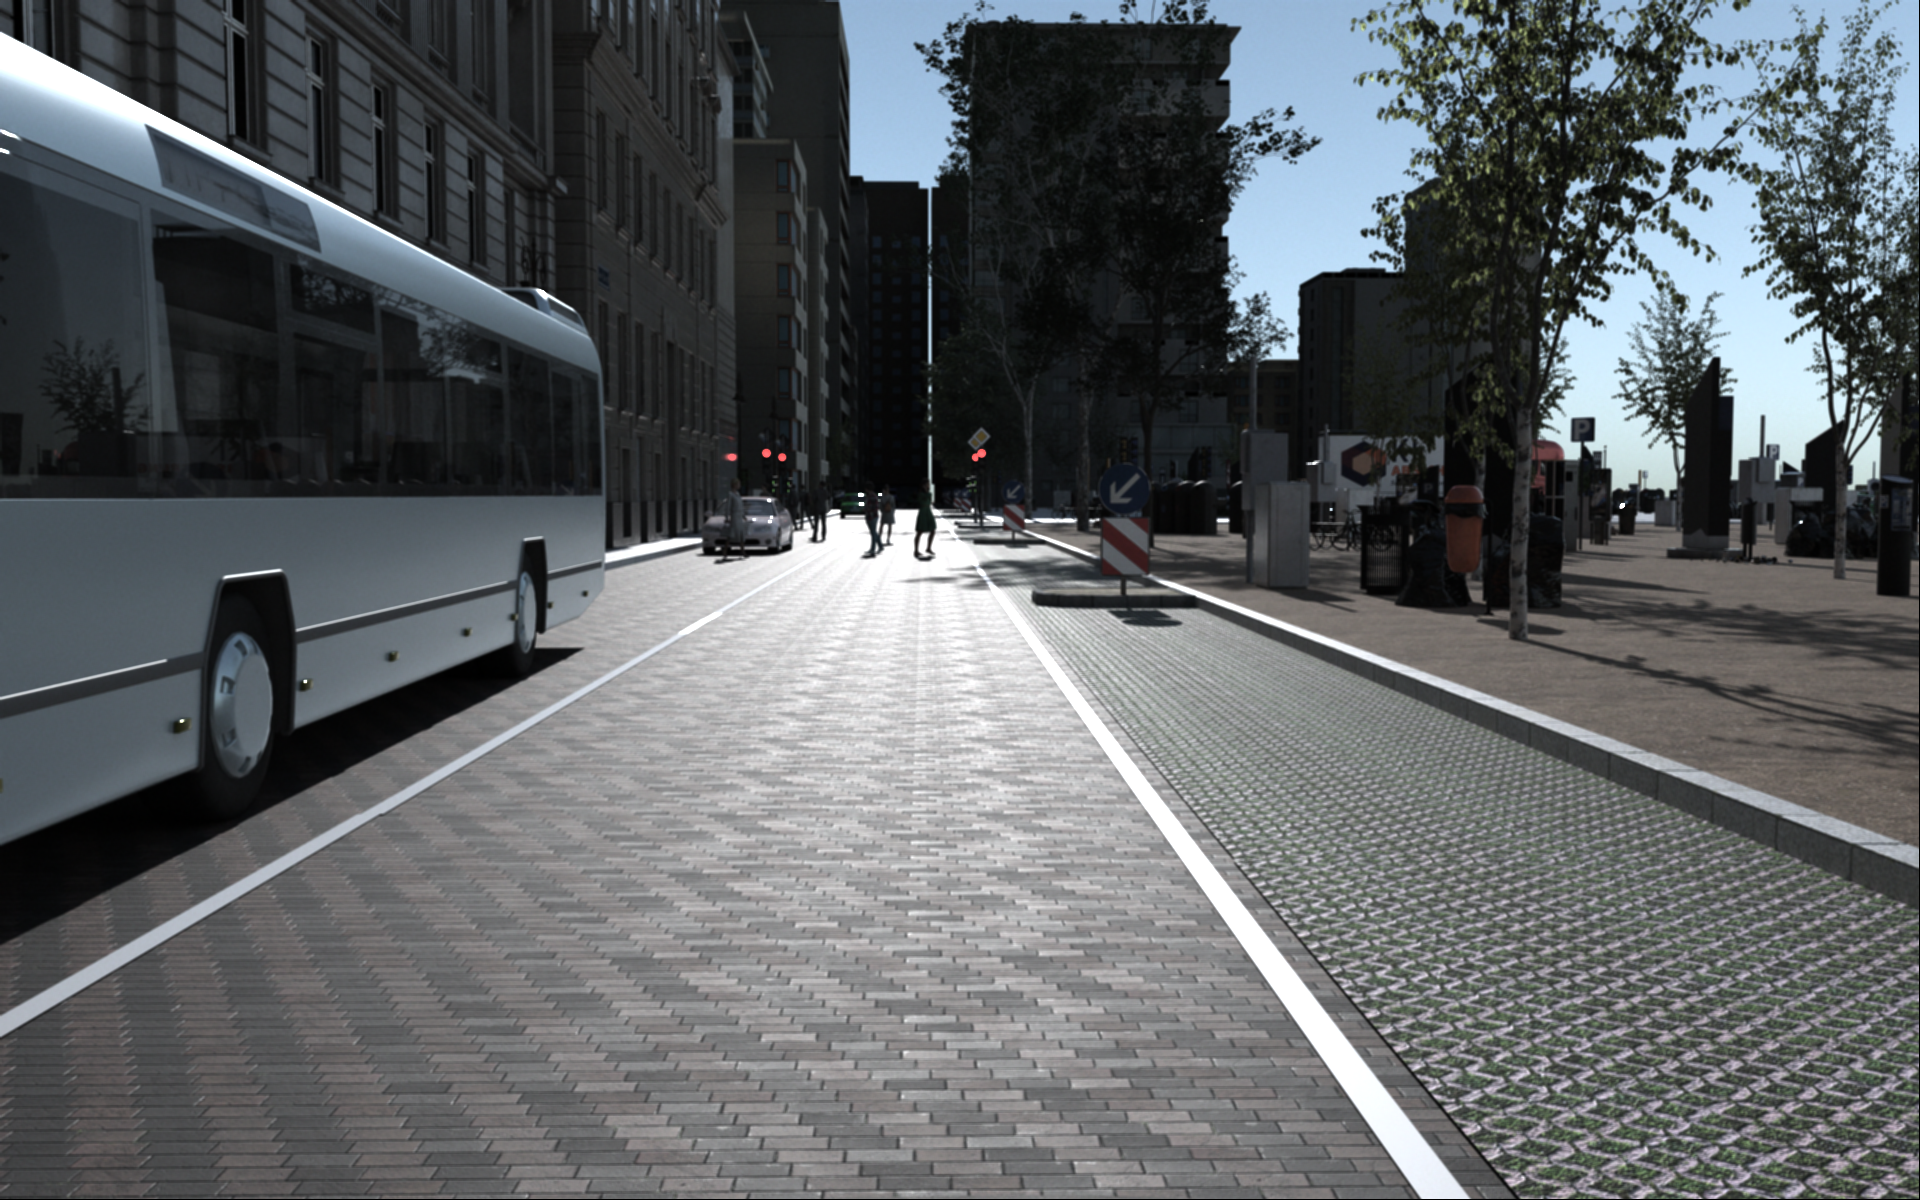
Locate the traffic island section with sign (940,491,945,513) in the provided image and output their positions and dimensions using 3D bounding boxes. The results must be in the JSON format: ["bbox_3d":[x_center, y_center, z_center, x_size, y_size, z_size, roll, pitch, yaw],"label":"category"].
[{"bbox_3d":[-0.315,-7.576,132.488,1.989,1.847,2.006,0,4,-1],"label":"traffic island section with sign"}]

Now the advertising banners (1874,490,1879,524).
[{"bbox_3d":[32.538,-3.964,61.003,0.090,3.025,2.074,1,4,13],"label":"advertising banners"}]

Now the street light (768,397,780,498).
[{"bbox_3d":[-8.645,-6.597,80.646,0.468,5.910,1.993,0,4,-1],"label":"street light"}]

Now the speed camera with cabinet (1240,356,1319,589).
[{"bbox_3d":[4.404,-1.828,24.217,0.660,3.252,2.038,0,4,-1],"label":"speed camera with cabinet"}]

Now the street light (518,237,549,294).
[{"bbox_3d":[-7.676,-3.583,31.364,0.468,5.910,1.993,0,4,-1],"label":"street light"}]

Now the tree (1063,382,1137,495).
[{"bbox_3d":[9.164,-9.835,111.160,4.360,8.622,3.978,0,3,0],"label":"tree"}]

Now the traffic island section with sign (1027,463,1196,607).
[{"bbox_3d":[1.961,-0.860,22.686,1.989,1.847,2.006,0,4,-1],"label":"traffic island section with sign"}]

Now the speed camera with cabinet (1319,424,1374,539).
[{"bbox_3d":[10.888,-3.379,49.581,2.038,3.252,0.660,-2,4,-27],"label":"speed camera with cabinet"}]

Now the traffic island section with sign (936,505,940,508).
[{"bbox_3d":[-1.361,-10.651,182.779,1.989,1.847,2.006,0,4,-1],"label":"traffic island section with sign"}]

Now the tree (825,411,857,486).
[{"bbox_3d":[-10.926,-12.392,152.969,4.737,8.622,4.395,0,3,0],"label":"tree"}]

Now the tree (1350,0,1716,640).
[{"bbox_3d":[5.167,-3.963,15.162,4.360,8.622,3.978,0,3,0],"label":"tree"}]

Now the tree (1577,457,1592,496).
[{"bbox_3d":[32.395,-5.884,90.798,1.663,3.219,1.824,0,3,0],"label":"tree"}]

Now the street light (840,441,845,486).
[{"bbox_3d":[-10.035,-10.763,148.762,0.468,5.910,1.993,0,4,-1],"label":"street light"}]

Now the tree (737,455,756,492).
[{"bbox_3d":[-9.785,-4.831,73.588,1.663,3.219,1.824,0,3,0],"label":"tree"}]

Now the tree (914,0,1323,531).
[{"bbox_3d":[5.170,-12.387,58.416,12.611,20.169,13.585,0,3,0],"label":"tree"}]

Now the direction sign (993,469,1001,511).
[{"bbox_3d":[2.810,-8.545,131.711,0.876,3.537,0.379,-3,5,-42],"label":"direction sign"}]

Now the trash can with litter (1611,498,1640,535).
[{"bbox_3d":[20.627,-2.612,54.095,1.055,1.170,0.624,0,4,-5],"label":"trash can with litter"}]

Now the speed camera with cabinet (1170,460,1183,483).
[{"bbox_3d":[13.433,-6.579,101.906,2.038,3.252,0.660,1,4,17],"label":"speed camera with cabinet"}]

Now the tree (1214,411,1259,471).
[{"bbox_3d":[24.659,-12.377,152.725,4.737,8.622,4.395,0,3,0],"label":"tree"}]

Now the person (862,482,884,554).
[{"bbox_3d":[-2.083,-1.977,41.655,0.643,1.720,0.563,-1,4,-18],"label":"person"}]

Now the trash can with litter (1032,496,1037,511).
[{"bbox_3d":[5.638,-7.418,132.671,0.624,1.170,1.055,-1,4,-20],"label":"trash can with litter"}]

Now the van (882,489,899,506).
[{"bbox_3d":[-8.279,-12.255,204.755,2.240,2.365,5.245,0,4,-1],"label":"van"}]

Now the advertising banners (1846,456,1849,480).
[{"bbox_3d":[41.031,-5.224,81.606,0.090,3.025,2.074,-1,4,-16],"label":"advertising banners"}]

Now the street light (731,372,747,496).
[{"bbox_3d":[-8.351,-5.684,65.721,0.468,5.910,1.993,0,4,-1],"label":"street light"}]

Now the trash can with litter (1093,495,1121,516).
[{"bbox_3d":[8.511,-5.601,102.629,2.233,1.210,1.678,0,4,7],"label":"trash can with litter"}]

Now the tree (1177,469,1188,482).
[{"bbox_3d":[17.590,-8.595,135.129,1.663,3.219,1.824,0,3,0],"label":"tree"}]

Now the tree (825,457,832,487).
[{"bbox_3d":[-10.645,-8.430,121.550,4.285,4.588,4.351,0,3,0],"label":"tree"}]

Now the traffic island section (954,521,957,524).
[{"bbox_3d":[0.753,-3.568,80.620,2.009,0.180,2.903,0,4,-1],"label":"traffic island section"}]

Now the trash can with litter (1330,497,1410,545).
[{"bbox_3d":[10.664,-2.037,44.369,1.678,1.210,2.233,2,4,29],"label":"trash can with litter"}]

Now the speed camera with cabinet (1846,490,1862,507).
[{"bbox_3d":[37.028,-4.852,73.659,2.038,3.252,0.660,0,4,1],"label":"speed camera with cabinet"}]

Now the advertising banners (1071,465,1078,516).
[{"bbox_3d":[6.762,-6.408,100.966,0.090,3.025,2.074,1,4,12],"label":"advertising banners"}]

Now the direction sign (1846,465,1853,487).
[{"bbox_3d":[74.601,-9.399,145.670,0.876,3.537,0.379,-1,4,-23],"label":"direction sign"}]

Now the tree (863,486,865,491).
[{"bbox_3d":[-12.381,-13.094,208.682,1.663,3.219,1.824,0,3,0],"label":"tree"}]

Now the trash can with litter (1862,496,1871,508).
[{"bbox_3d":[69.018,-7.292,130.282,1.678,1.210,2.233,-1,4,-21],"label":"trash can with litter"}]

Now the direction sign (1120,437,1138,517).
[{"bbox_3d":[6.706,-4.703,68.894,0.876,3.537,0.379,-2,4,-31],"label":"direction sign"}]

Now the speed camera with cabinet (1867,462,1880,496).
[{"bbox_3d":[54.935,-6.797,105.471,2.038,3.252,0.660,1,4,13],"label":"speed camera with cabinet"}]

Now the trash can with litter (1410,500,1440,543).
[{"bbox_3d":[9.108,-1.359,33.602,0.624,1.170,1.055,3,5,43],"label":"trash can with litter"}]

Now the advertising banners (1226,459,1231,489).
[{"bbox_3d":[13.576,-5.462,85.498,0.090,3.025,2.074,-1,4,-16],"label":"advertising banners"}]

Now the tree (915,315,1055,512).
[{"bbox_3d":[1.816,-13.201,122.498,9.857,13.997,8.962,0,3,0],"label":"tree"}]

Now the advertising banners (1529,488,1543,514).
[{"bbox_3d":[36.909,-7.142,112.962,2.074,3.025,0.090,0,4,-7],"label":"advertising banners"}]

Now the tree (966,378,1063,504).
[{"bbox_3d":[3.447,-9.777,110.213,4.360,8.622,3.978,0,3,0],"label":"tree"}]

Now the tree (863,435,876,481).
[{"bbox_3d":[-12.513,-16.215,215.479,4.360,8.622,3.978,0,3,0],"label":"tree"}]

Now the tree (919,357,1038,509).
[{"bbox_3d":[1.603,-14.691,150.563,12.009,13.543,11.850,0,3,0],"label":"tree"}]

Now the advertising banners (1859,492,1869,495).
[{"bbox_3d":[49.778,-5.971,93.812,2.074,3.025,0.090,1,4,18],"label":"advertising banners"}]

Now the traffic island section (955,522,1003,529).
[{"bbox_3d":[0.919,-3.080,72.637,2.009,0.180,2.903,0,4,-1],"label":"traffic island section"}]

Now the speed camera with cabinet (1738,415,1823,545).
[{"bbox_3d":[20.762,-3.026,43.806,2.038,3.252,0.660,-1,4,-11],"label":"speed camera with cabinet"}]

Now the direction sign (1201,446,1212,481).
[{"bbox_3d":[11.725,-5.531,82.432,0.379,3.537,0.876,-1,4,-22],"label":"direction sign"}]

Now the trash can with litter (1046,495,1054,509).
[{"bbox_3d":[7.740,-8.269,146.251,1.678,1.210,2.233,2,4,28],"label":"trash can with litter"}]

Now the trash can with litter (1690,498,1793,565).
[{"bbox_3d":[14.717,-1.306,32.415,1.678,1.210,2.233,1,4,14],"label":"trash can with litter"}]

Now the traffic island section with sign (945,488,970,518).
[{"bbox_3d":[0.247,-5.907,105.214,1.989,1.847,2.006,0,4,-1],"label":"traffic island section with sign"}]

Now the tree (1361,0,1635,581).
[{"bbox_3d":[7.811,-4.605,25.652,4.737,8.622,4.395,0,3,0],"label":"tree"}]

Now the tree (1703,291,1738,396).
[{"bbox_3d":[24.847,-6.696,59.847,4.737,8.622,4.395,0,3,0],"label":"tree"}]

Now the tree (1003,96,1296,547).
[{"bbox_3d":[4.307,-6.564,41.732,7.601,10.594,8.767,-3,4,-36],"label":"tree"}]

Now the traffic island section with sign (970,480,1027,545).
[{"bbox_3d":[1.393,-2.508,49.635,1.989,1.847,2.006,0,4,-1],"label":"traffic island section with sign"}]
